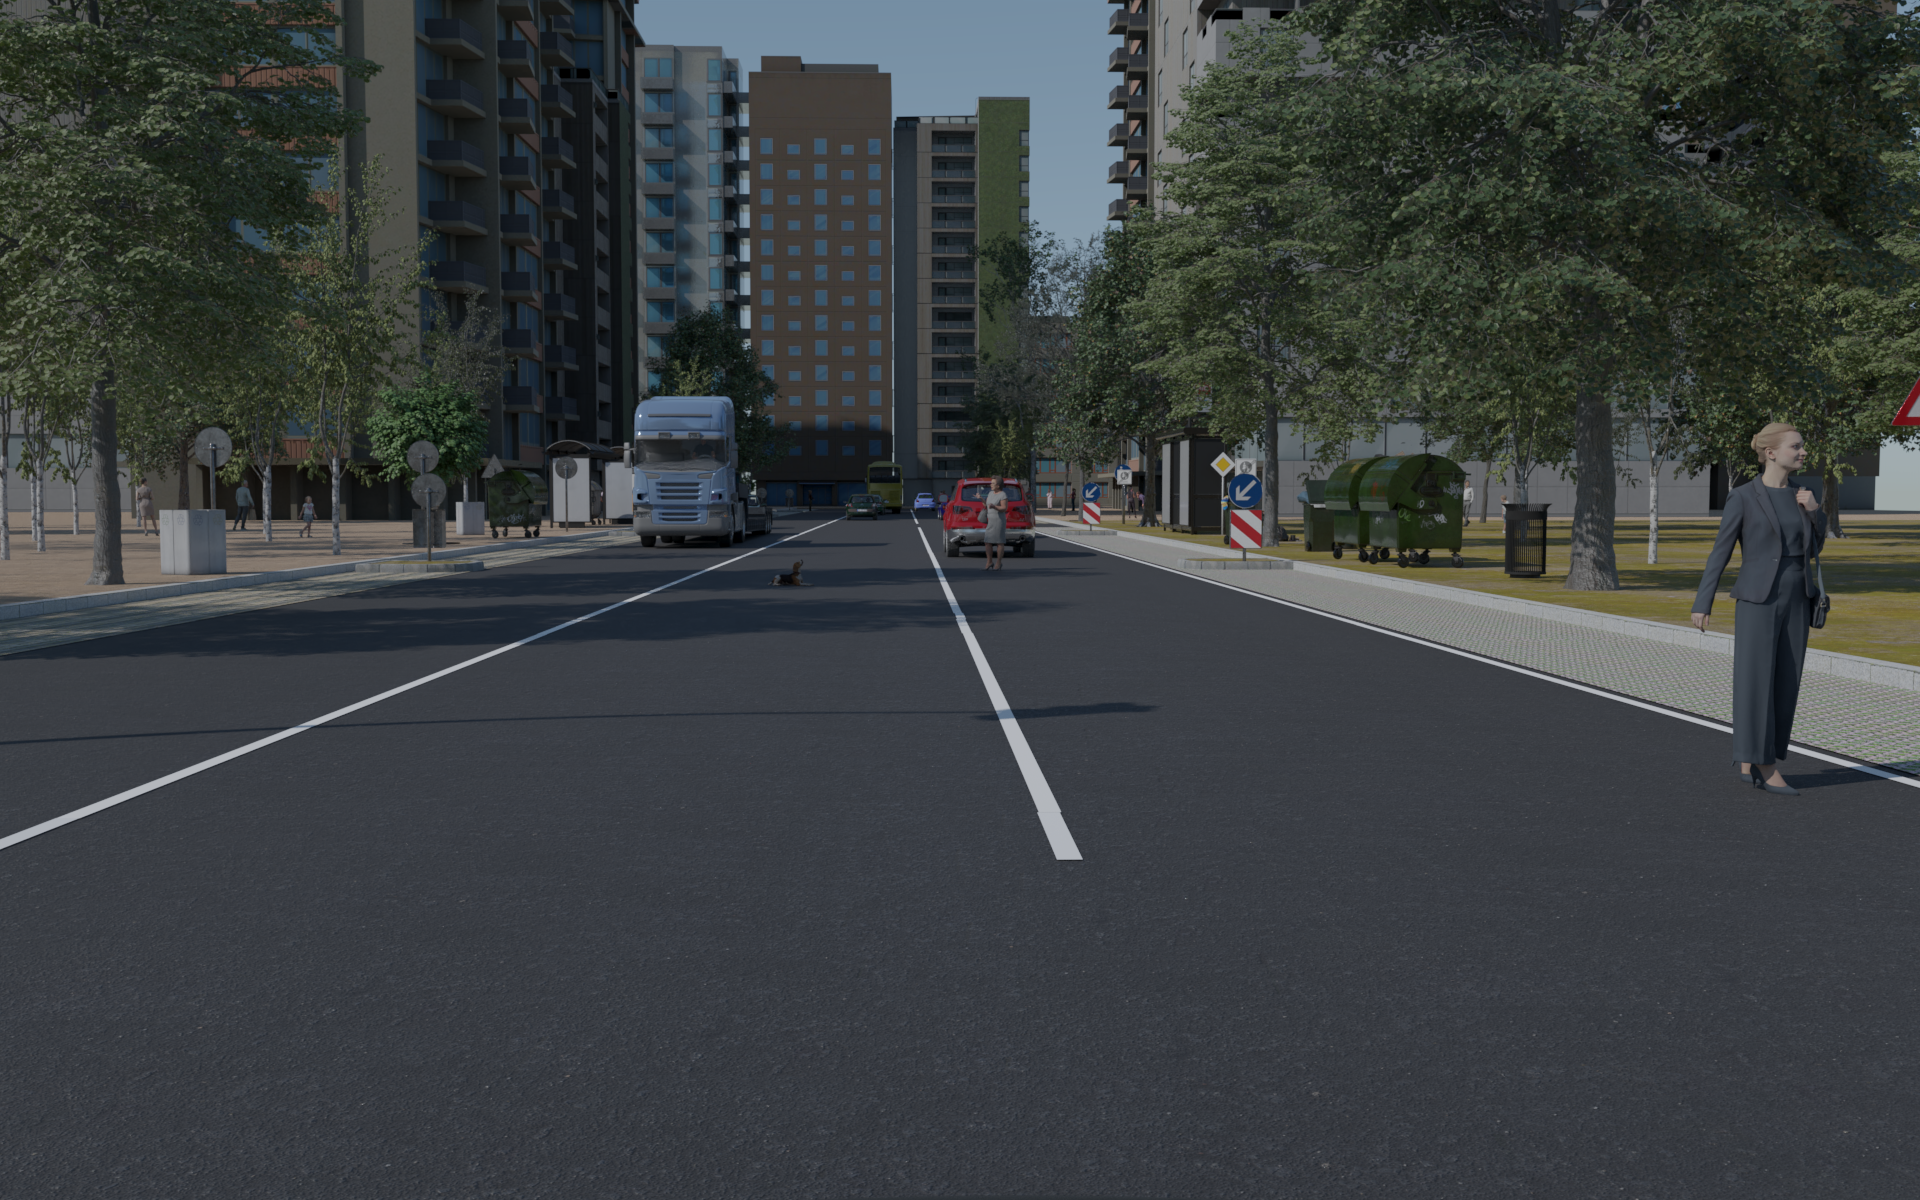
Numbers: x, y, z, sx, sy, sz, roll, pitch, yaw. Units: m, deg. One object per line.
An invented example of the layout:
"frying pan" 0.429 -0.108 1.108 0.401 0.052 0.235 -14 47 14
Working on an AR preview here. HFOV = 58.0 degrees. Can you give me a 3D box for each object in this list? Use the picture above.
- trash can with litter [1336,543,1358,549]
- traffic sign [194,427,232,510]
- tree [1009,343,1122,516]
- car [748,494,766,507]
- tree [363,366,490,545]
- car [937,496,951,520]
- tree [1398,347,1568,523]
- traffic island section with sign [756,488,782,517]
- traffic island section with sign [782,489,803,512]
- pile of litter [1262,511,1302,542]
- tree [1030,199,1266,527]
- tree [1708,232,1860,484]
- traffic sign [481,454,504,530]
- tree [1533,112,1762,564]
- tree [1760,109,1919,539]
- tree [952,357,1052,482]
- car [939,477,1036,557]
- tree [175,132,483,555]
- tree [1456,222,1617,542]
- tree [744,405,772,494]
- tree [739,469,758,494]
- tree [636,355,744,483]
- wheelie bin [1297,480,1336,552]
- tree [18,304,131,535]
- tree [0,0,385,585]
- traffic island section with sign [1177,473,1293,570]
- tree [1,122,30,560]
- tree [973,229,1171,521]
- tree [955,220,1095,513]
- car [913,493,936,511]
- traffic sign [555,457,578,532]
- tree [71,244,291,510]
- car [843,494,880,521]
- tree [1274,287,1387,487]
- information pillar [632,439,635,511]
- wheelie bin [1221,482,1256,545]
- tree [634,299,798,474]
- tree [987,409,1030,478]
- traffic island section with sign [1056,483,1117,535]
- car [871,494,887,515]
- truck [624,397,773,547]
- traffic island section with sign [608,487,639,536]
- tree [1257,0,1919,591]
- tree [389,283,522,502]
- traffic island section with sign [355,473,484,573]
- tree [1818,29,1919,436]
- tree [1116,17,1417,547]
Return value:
"trash can with litter" 8.943 -1.783 40.545 0.624 1.170 1.055 -1 4 -13
"traffic sign" -14.195 -2.007 32.918 0.768 2.556 0.104 0 4 7
"tree" 6.248 -10.089 99.361 7.601 10.594 8.767 2 4 30
"car" -8.993 -3.789 71.735 2.009 1.686 4.222 0 4 -2
"tree" -13.630 -3.720 44.544 4.285 4.588 4.351 0 3 0
"car" -0.304 -5.090 95.797 1.945 1.354 3.894 0 4 -3
"tree" 23.279 -8.672 76.205 8.767 10.594 7.601 -1 4 -17
"traffic island section with sign" -12.524 -6.184 109.737 1.989 1.847 2.006 0 4 -2
"traffic island section with sign" -13.397 -7.832 136.678 1.989 1.847 2.006 0 4 -2
"pile of litter" 8.496 -2.036 47.259 1.176 0.858 1.719 -3 4 -38
"tree" 7.554 -9.211 67.611 9.611 12.733 9.660 0 3 0
"tree" 19.990 -5.594 41.827 4.737 8.622 4.395 0 3 0
"traffic sign" -15.116 -3.440 56.240 0.884 2.594 0.081 0 4 4
"tree" 12.560 -4.966 31.558 4.360 8.622 3.978 0 3 0
"tree" 25.323 -8.148 50.222 9.611 12.733 9.660 0 3 0
"tree" 4.124 -15.509 160.224 9.857 13.997 8.962 0 3 0
"car" 0.647 -1.973 40.926 2.281 1.827 5.304 0 4 -2
"tree" -12.963 -5.254 36.272 4.737 8.622 4.395 0 3 0
"tree" 15.088 -5.847 45.958 4.737 8.622 4.395 0 3 0
"tree" -15.796 -10.868 128.060 4.737 8.622 4.395 0 3 0
"tree" -16.293 -8.433 132.480 1.663 3.219 1.824 0 3 0
"tree" -14.793 -8.639 91.618 4.737 8.622 4.395 0 3 0
"wheelie bin" 7.991 -1.880 38.652 0.980 1.594 0.693 0 4 -3
"tree" -27.766 -6.344 54.088 4.360 8.622 3.978 0 3 0
"tree" -12.276 -6.513 24.617 7.486 12.596 7.792 0 3 0
"traffic island section with sign" 5.270 -1.523 33.529 1.989 1.847 2.006 0 4 -2
"tree" -18.806 -5.081 33.438 4.737 8.622 4.395 0 3 0
"tree" 5.731 -10.444 81.128 12.009 13.543 11.850 0 3 0
"tree" 5.839 -16.008 117.626 12.611 20.169 13.585 0 3 0
"car" -2.942 -8.259 144.630 1.945 1.707 3.694 0 4 -3
"traffic sign" -13.345 -3.586 58.730 0.768 2.556 0.104 0 4 0
"tree" -34.440 -9.774 76.816 9.611 12.733 9.660 0 3 0
"car" -5.408 -5.230 95.301 2.009 1.686 4.222 0 4 -4
"tree" 12.807 -6.611 58.458 4.360 8.622 3.978 0 3 0
"information pillar" -13.498 -4.928 71.919 0.183 3.616 0.504 -2 4 -29
"wheelie bin" 7.116 -2.194 43.782 0.980 1.594 0.693 -1 4 -19
"tree" -14.752 -11.330 102.251 9.611 12.733 9.660 0 3 0
"tree" 4.100 -12.223 150.211 4.737 8.622 4.395 0 3 0
"traffic island section with sign" 4.394 -3.171 60.470 1.989 1.847 2.006 0 4 -2
"car" -6.039 -6.507 118.181 2.131 1.459 4.920 0 4 0
"truck" -7.656 -3.909 53.663 2.967 4.110 18.799 0 4 -2
"traffic island section with sign" -10.893 -3.098 59.280 1.989 1.847 2.006 0 4 -2
"tree" 8.421 -7.105 22.824 9.857 13.997 8.962 0 3 0
"tree" -17.303 -6.682 59.608 4.360 8.622 3.978 0 3 0
"traffic island section with sign" -10.012 -1.450 32.339 1.989 1.847 2.006 0 4 -2
"tree" 20.862 -7.035 33.156 7.486 12.596 7.792 0 3 0
"tree" 7.302 -7.599 42.363 7.486 12.596 7.792 0 3 0
